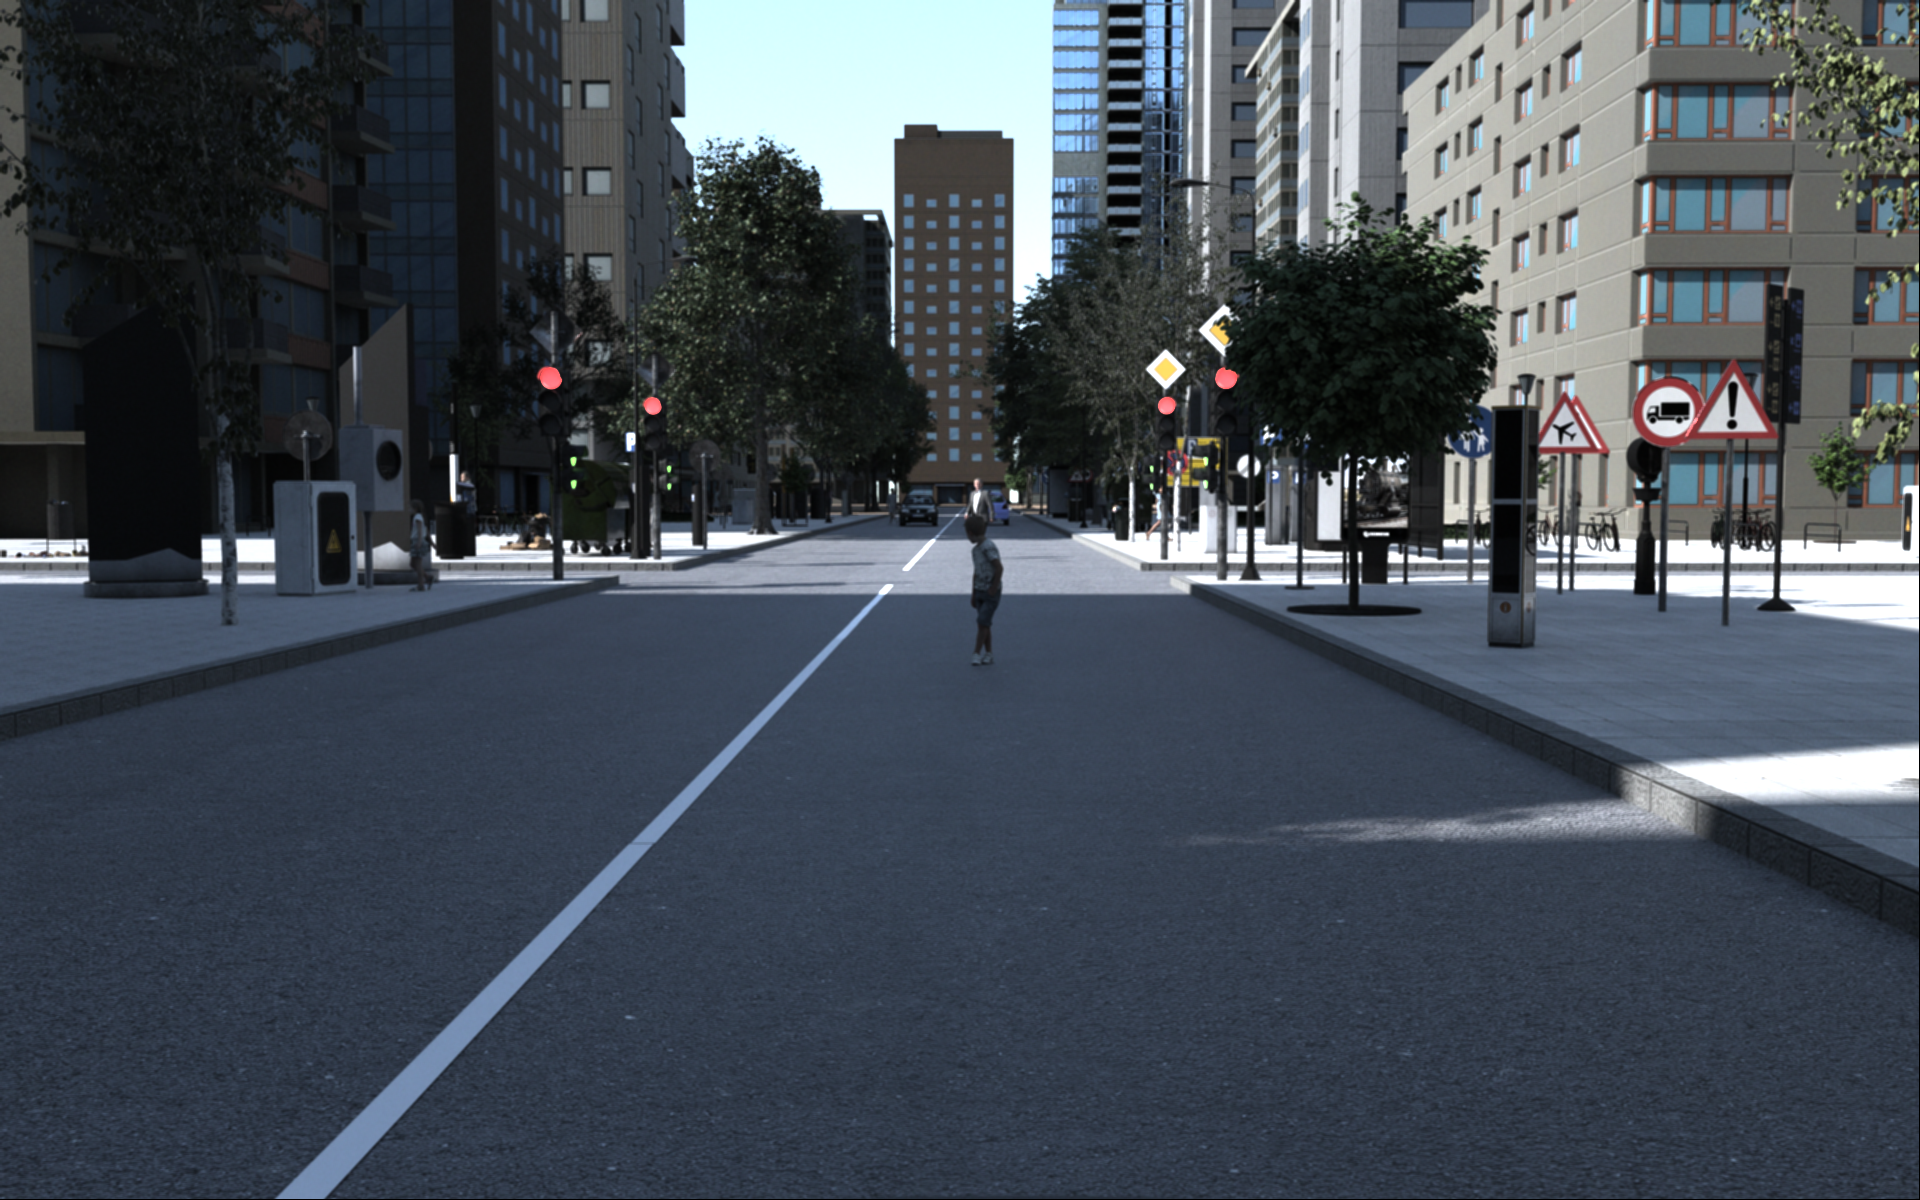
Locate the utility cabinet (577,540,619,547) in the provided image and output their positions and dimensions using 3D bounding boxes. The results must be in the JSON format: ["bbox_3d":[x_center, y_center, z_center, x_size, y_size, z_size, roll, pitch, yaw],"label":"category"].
[{"bbox_3d":[-8.797,-1.895,42.140,1.020,1.237,0.306,-2,4,-24],"label":"utility cabinet"}]

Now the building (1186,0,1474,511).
[{"bbox_3d":[31.091,-37.533,155.664,21.231,58.520,28.212,0,4,1],"label":"building"}]

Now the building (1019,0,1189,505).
[{"bbox_3d":[23.021,-55.289,216.643,31.000,86.520,22.319,0,4,1],"label":"building"}]

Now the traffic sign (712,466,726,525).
[{"bbox_3d":[-10.014,-4.427,72.480,0.768,2.556,0.104,0,4,2],"label":"traffic sign"}]

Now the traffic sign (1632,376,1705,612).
[{"bbox_3d":[7.679,-1.147,18.862,0.768,2.556,0.104,0,4,6],"label":"traffic sign"}]

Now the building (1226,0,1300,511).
[{"bbox_3d":[35.395,-26.799,130.043,32.217,40.220,23.993,0,4,1],"label":"building"}]

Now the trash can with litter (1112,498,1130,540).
[{"bbox_3d":[4.443,-2.233,47.895,0.624,1.170,1.055,0,4,-5],"label":"trash can with litter"}]

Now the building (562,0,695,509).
[{"bbox_3d":[-34.511,-32.606,122.349,28.713,52.752,27.495,0,4,1],"label":"building"}]

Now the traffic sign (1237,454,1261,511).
[{"bbox_3d":[9.256,-3.392,55.564,0.768,2.556,0.104,1,4,9],"label":"traffic sign"}]

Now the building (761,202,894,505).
[{"bbox_3d":[-20.802,-32.455,222.513,23.993,40.220,32.217,0,4,1],"label":"building"}]

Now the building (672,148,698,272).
[{"bbox_3d":[-40.360,-34.465,213.619,14.200,45.320,14.600,0,4,1],"label":"building"}]

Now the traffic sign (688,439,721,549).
[{"bbox_3d":[-5.940,-2.457,40.274,0.768,2.556,0.104,0,4,6],"label":"traffic sign"}]

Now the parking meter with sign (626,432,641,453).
[{"bbox_3d":[-9.755,-3.184,48.322,0.543,3.016,1.738,3,5,40],"label":"parking meter with sign"}]

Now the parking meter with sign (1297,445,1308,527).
[{"bbox_3d":[9.060,-3.059,46.277,0.543,3.016,1.738,0,4,5],"label":"parking meter with sign"}]

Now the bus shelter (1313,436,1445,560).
[{"bbox_3d":[8.613,-2.567,35.895,2.014,3.302,5.546,0,4,1],"label":"bus shelter"}]

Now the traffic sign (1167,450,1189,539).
[{"bbox_3d":[6.090,-2.998,49.116,0.768,2.556,0.104,0,4,7],"label":"traffic sign"}]

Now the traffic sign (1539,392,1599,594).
[{"bbox_3d":[7.687,-1.353,22.126,0.884,2.594,0.081,0,4,1],"label":"traffic sign"}]

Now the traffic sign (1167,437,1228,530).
[{"bbox_3d":[8.381,-4.137,61.520,2.265,3.308,0.079,0,4,1],"label":"traffic sign"}]

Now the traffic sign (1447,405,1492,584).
[{"bbox_3d":[7.315,-1.508,24.764,0.768,2.556,0.104,0,4,1],"label":"traffic sign"}]

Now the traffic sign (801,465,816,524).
[{"bbox_3d":[-6.611,-4.560,74.668,0.768,2.556,0.104,0,4,1],"label":"traffic sign"}]

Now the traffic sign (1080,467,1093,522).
[{"bbox_3d":[5.748,-4.871,79.749,0.768,2.556,0.104,0,4,7],"label":"traffic sign"}]

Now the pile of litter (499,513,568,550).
[{"bbox_3d":[-9.807,-1.576,39.736,1.719,0.858,1.176,3,4,38],"label":"pile of litter"}]

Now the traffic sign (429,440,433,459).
[{"bbox_3d":[-11.000,-2.128,34.897,0.768,2.556,0.104,0,4,6],"label":"traffic sign"}]

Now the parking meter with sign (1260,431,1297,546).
[{"bbox_3d":[7.990,-2.900,43.681,0.543,3.016,1.738,1,4,20],"label":"parking meter with sign"}]

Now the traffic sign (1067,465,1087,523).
[{"bbox_3d":[5.255,-4.757,77.775,0.884,2.594,0.081,1,4,10],"label":"traffic sign"}]

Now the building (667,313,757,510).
[{"bbox_3d":[-34.105,-19.073,156.888,28.899,21.520,27.650,0,4,1],"label":"building"}]

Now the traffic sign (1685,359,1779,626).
[{"bbox_3d":[7.470,-1.029,16.827,0.884,2.594,0.081,0,4,3],"label":"traffic sign"}]

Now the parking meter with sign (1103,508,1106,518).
[{"bbox_3d":[8.049,-5.908,92.860,1.738,3.016,0.543,2,4,28],"label":"parking meter with sign"}]

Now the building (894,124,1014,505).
[{"bbox_3d":[-0.640,-34.422,212.905,14.200,45.320,14.600,0,4,1],"label":"building"}]

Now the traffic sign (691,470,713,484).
[{"bbox_3d":[-10.115,-4.152,67.889,0.884,2.594,0.081,0,4,7],"label":"traffic sign"}]

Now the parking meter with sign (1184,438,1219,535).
[{"bbox_3d":[7.790,-3.513,53.695,0.543,3.016,1.738,-3,5,-42],"label":"parking meter with sign"}]

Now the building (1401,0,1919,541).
[{"bbox_3d":[33.317,-13.198,60.825,28.899,21.520,27.650,0,4,1],"label":"building"}]

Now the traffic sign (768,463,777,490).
[{"bbox_3d":[-7.898,-4.352,71.267,0.768,2.556,0.104,0,4,8],"label":"traffic sign"}]

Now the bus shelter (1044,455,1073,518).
[{"bbox_3d":[5.493,-5.927,90.824,2.014,3.302,5.546,0,4,1],"label":"bus shelter"}]

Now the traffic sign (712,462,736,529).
[{"bbox_3d":[-8.649,-3.883,63.483,0.884,2.594,0.081,0,4,6],"label":"traffic sign"}]

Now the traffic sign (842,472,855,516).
[{"bbox_3d":[-6.528,-6.174,101.058,0.768,2.556,0.104,0,4,1],"label":"traffic sign"}]

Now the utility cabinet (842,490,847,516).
[{"bbox_3d":[-6.595,-5.506,98.707,0.318,1.500,1.173,0,4,-5],"label":"utility cabinet"}]

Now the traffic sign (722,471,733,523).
[{"bbox_3d":[-10.376,-4.577,76.957,0.606,2.300,0.079,1,4,10],"label":"traffic sign"}]

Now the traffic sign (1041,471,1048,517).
[{"bbox_3d":[4.813,-5.802,94.973,0.768,2.556,0.104,0,4,2],"label":"traffic sign"}]

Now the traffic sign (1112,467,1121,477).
[{"bbox_3d":[7.667,-5.082,82.828,0.795,2.593,0.064,0,4,6],"label":"traffic sign"}]

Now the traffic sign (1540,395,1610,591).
[{"bbox_3d":[8.121,-1.402,22.927,0.884,2.594,0.081,1,4,10],"label":"traffic sign"}]

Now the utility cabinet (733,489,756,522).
[{"bbox_3d":[-9.741,-4.302,79.019,1.173,1.500,0.318,-1,4,-12],"label":"utility cabinet"}]

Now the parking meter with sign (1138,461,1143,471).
[{"bbox_3d":[8.729,-5.806,91.196,1.738,3.016,0.543,-2,4,-26],"label":"parking meter with sign"}]

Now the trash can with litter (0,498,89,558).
[{"bbox_3d":[-18.831,-1.491,35.434,2.233,1.210,1.678,-2,4,-25],"label":"trash can with litter"}]

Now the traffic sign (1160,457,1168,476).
[{"bbox_3d":[6.518,-3.360,54.668,0.795,2.593,0.064,0,4,4],"label":"traffic sign"}]

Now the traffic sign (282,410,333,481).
[{"bbox_3d":[-9.863,-1.595,26.182,0.768,2.556,0.104,0,4,2],"label":"traffic sign"}]
